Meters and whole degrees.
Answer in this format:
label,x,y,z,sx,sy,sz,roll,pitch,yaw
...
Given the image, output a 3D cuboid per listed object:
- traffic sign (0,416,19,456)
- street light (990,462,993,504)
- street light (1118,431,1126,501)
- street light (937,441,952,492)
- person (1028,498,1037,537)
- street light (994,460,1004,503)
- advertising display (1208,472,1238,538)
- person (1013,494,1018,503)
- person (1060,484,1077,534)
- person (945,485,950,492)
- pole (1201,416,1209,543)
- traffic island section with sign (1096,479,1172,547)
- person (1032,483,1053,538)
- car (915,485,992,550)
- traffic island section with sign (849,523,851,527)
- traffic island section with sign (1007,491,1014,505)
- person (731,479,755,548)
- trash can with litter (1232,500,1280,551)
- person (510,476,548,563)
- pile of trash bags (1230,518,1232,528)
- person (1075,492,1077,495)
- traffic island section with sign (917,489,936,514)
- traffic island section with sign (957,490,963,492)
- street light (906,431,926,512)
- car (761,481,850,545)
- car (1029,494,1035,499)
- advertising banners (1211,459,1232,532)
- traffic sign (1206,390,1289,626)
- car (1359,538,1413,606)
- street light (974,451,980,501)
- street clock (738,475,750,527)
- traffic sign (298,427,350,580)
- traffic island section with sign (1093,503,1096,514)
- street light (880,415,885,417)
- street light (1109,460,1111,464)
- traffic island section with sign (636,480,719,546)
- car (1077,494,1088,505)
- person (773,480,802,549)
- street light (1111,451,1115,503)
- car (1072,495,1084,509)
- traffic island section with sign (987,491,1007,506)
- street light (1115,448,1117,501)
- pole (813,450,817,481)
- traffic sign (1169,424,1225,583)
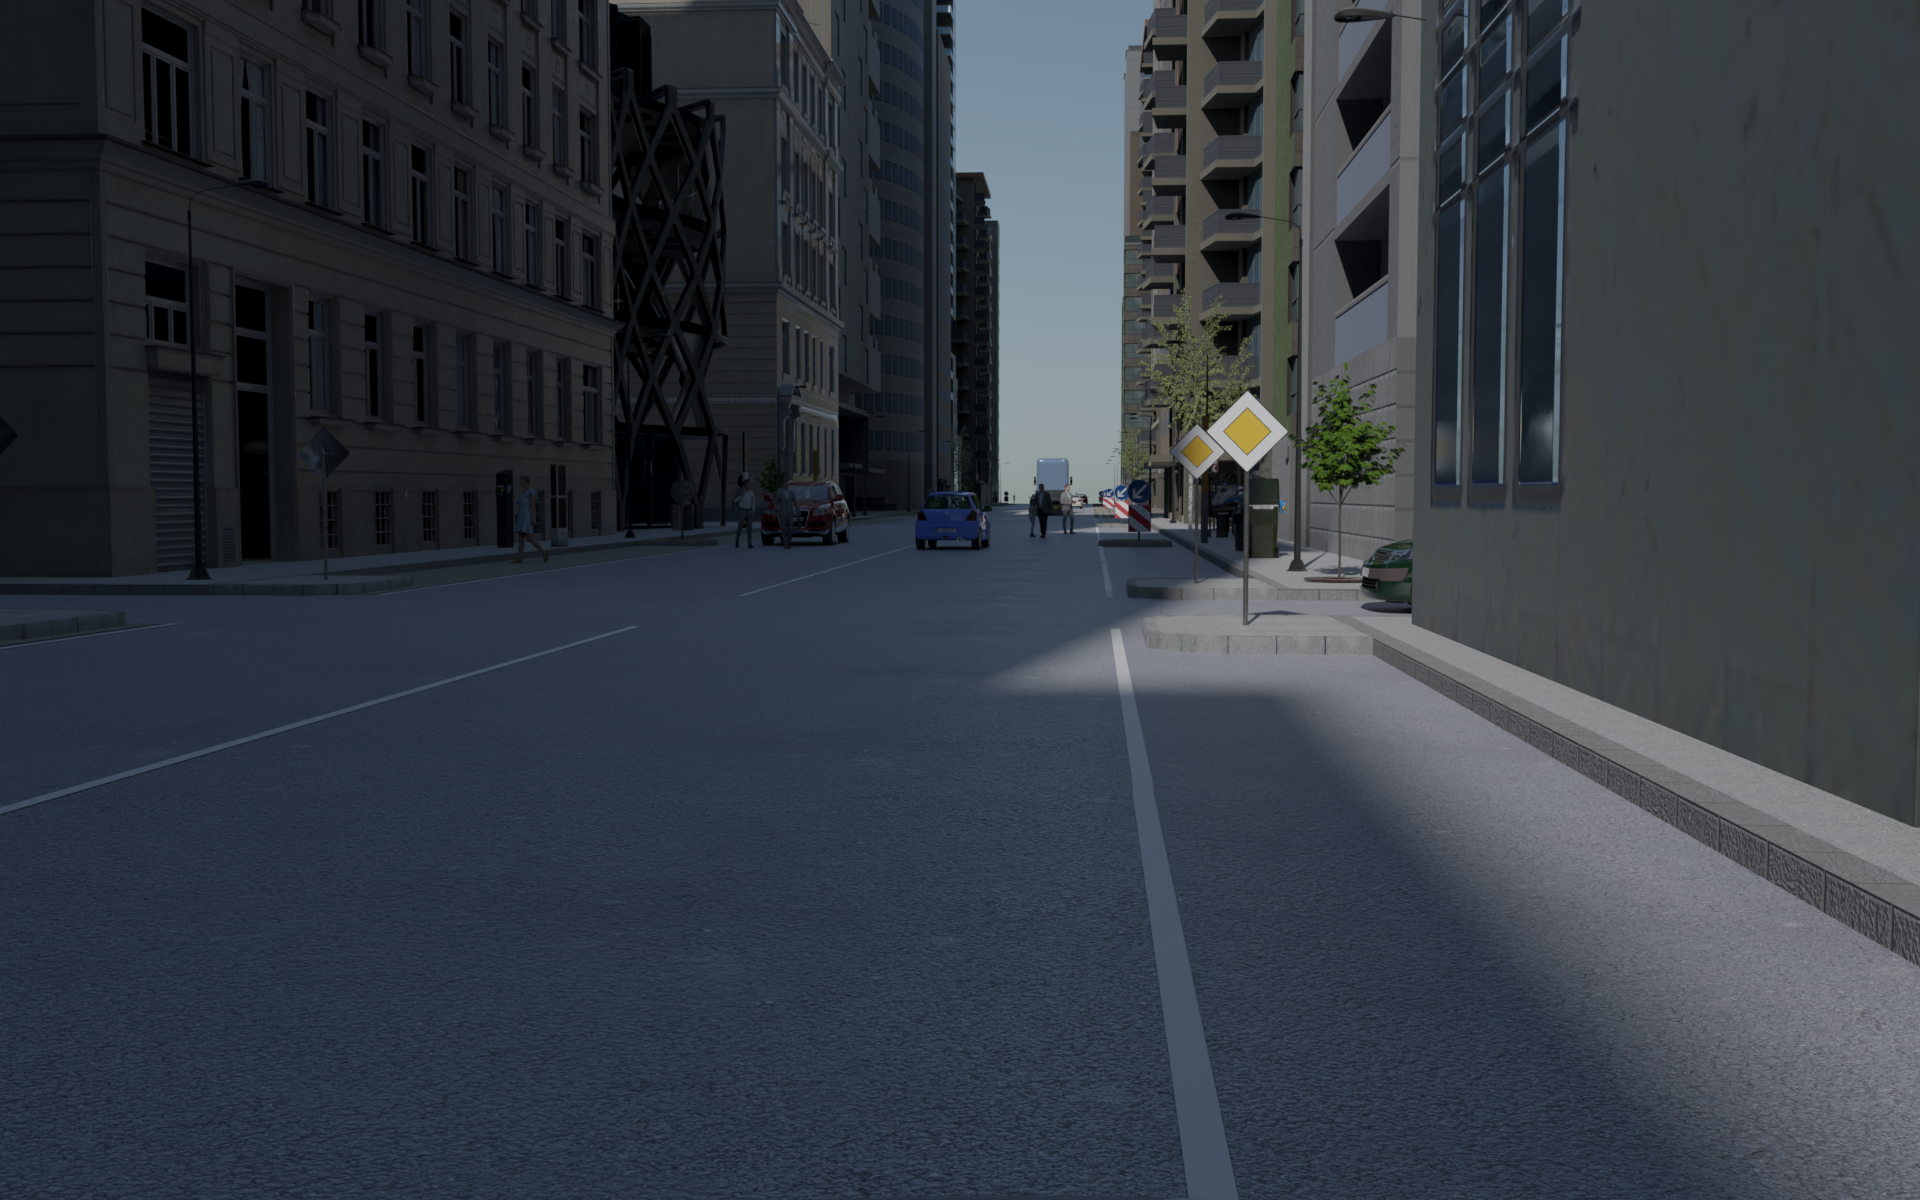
label,x,y,z,sx,sy,sz,roll,pitch,yaw
traffic sign,-10.071,-0.869,17.850,0.795,2.450,0.064,0,4,4
street light,2.867,-14.440,208.635,1.470,5.913,1.316,0,4,4
street light,12.653,-9.524,128.257,1.470,5.913,1.316,0,4,4
street light,-1.406,-10.875,150.349,1.470,5.913,1.316,0,4,4
person,2.441,-2.759,57.883,0.394,1.301,0.425,-3,5,-40
street light,4.766,-15.927,232.941,1.470,5.913,1.316,0,4,4
advertising display,7.746,-2.806,51.091,0.974,1.923,0.123,-2,4,-24
person,7.814,-14.531,249.307,0.991,1.433,0.599,-1,4,-10
person,3.945,-3.294,62.554,0.583,1.804,0.606,3,5,42
person,-0.451,-3.385,64.186,0.721,1.781,0.623,3,5,42
pole,6.403,-3.146,45.278,0.158,3.312,0.155,0,3,0
traffic island section with sign,4.817,-2.393,47.746,1.989,1.847,2.006,0,4,4
person,2.676,-2.916,56.568,0.661,1.777,0.834,1,4,12
car,-0.156,-2.220,45.896,1.945,1.707,3.694,0,4,6
traffic island section with sign,-5.764,-4.064,75.068,1.989,1.847,2.006,0,4,4
traffic island section with sign,6.350,-13.836,234.840,1.989,1.847,2.006,0,4,4
person,-5.749,-2.288,46.005,0.679,1.850,0.850,-2,4,-33
trash can with litter,6.632,-1.675,38.768,1.055,1.170,0.624,2,4,27
person,-8.938,-1.663,35.784,0.778,1.811,0.616,-2,4,-29
pile of trash bags,11.182,-3.448,66.127,1.912,1.369,3.447,-1,4,-12
person,16.631,-14.468,245.855,0.445,1.727,0.742,3,5,42
traffic island section with sign,-2.029,-7.080,124.382,1.989,1.847,2.006,0,4,4
traffic island section with sign,0.048,-8.762,151.878,1.989,1.847,2.006,0,4,4
street light,-3.213,-9.431,126.744,1.470,5.913,1.316,0,4,4
car,-4.421,-2.530,50.036,2.281,1.827,5.304,0,4,3
car,9.636,-12.631,215.561,2.155,1.783,4.494,0,4,4
advertising banners,9.052,-3.832,58.838,0.090,3.025,2.074,-1,4,-23
traffic sign,2.785,-0.808,16.859,0.795,2.450,0.064,0,4,4
car,7.005,-0.683,20.959,4.222,1.686,2.009,0,4,4
street light,1.128,-12.996,185.025,1.470,5.913,1.316,0,4,4
street clock,-8.204,-3.740,65.726,0.471,2.002,0.358,3,5,43
traffic sign,-9.467,-1.356,25.812,0.795,2.450,0.064,0,4,4
traffic island section with sign,6.857,-4.037,74.634,1.989,1.847,2.006,0,4,4
street light,-5.108,-7.946,102.461,1.470,5.913,1.316,0,4,4
street light,17.159,-13.154,187.609,1.470,5.913,1.316,0,4,4
traffic island section with sign,-7.798,-2.420,48.189,1.989,1.847,2.006,0,4,4
car,16.719,-14.066,239.021,2.155,1.783,4.494,0,4,2
person,-4.532,-2.249,45.384,0.709,1.813,0.853,-2,4,-27
street light,16.321,-12.441,175.945,1.470,5.913,1.316,0,4,4
car,11.008,-9.556,168.609,2.083,1.381,4.827,0,4,5
traffic island section with sign,4.299,-12.185,207.844,1.989,1.847,2.006,0,4,4
street light,14.596,-10.986,152.160,1.470,5.913,1.316,0,4,4
pole,-6.729,-5.306,80.603,0.158,3.312,0.155,0,3,0
traffic sign,3.389,-1.295,24.821,0.795,2.450,0.064,0,4,4
